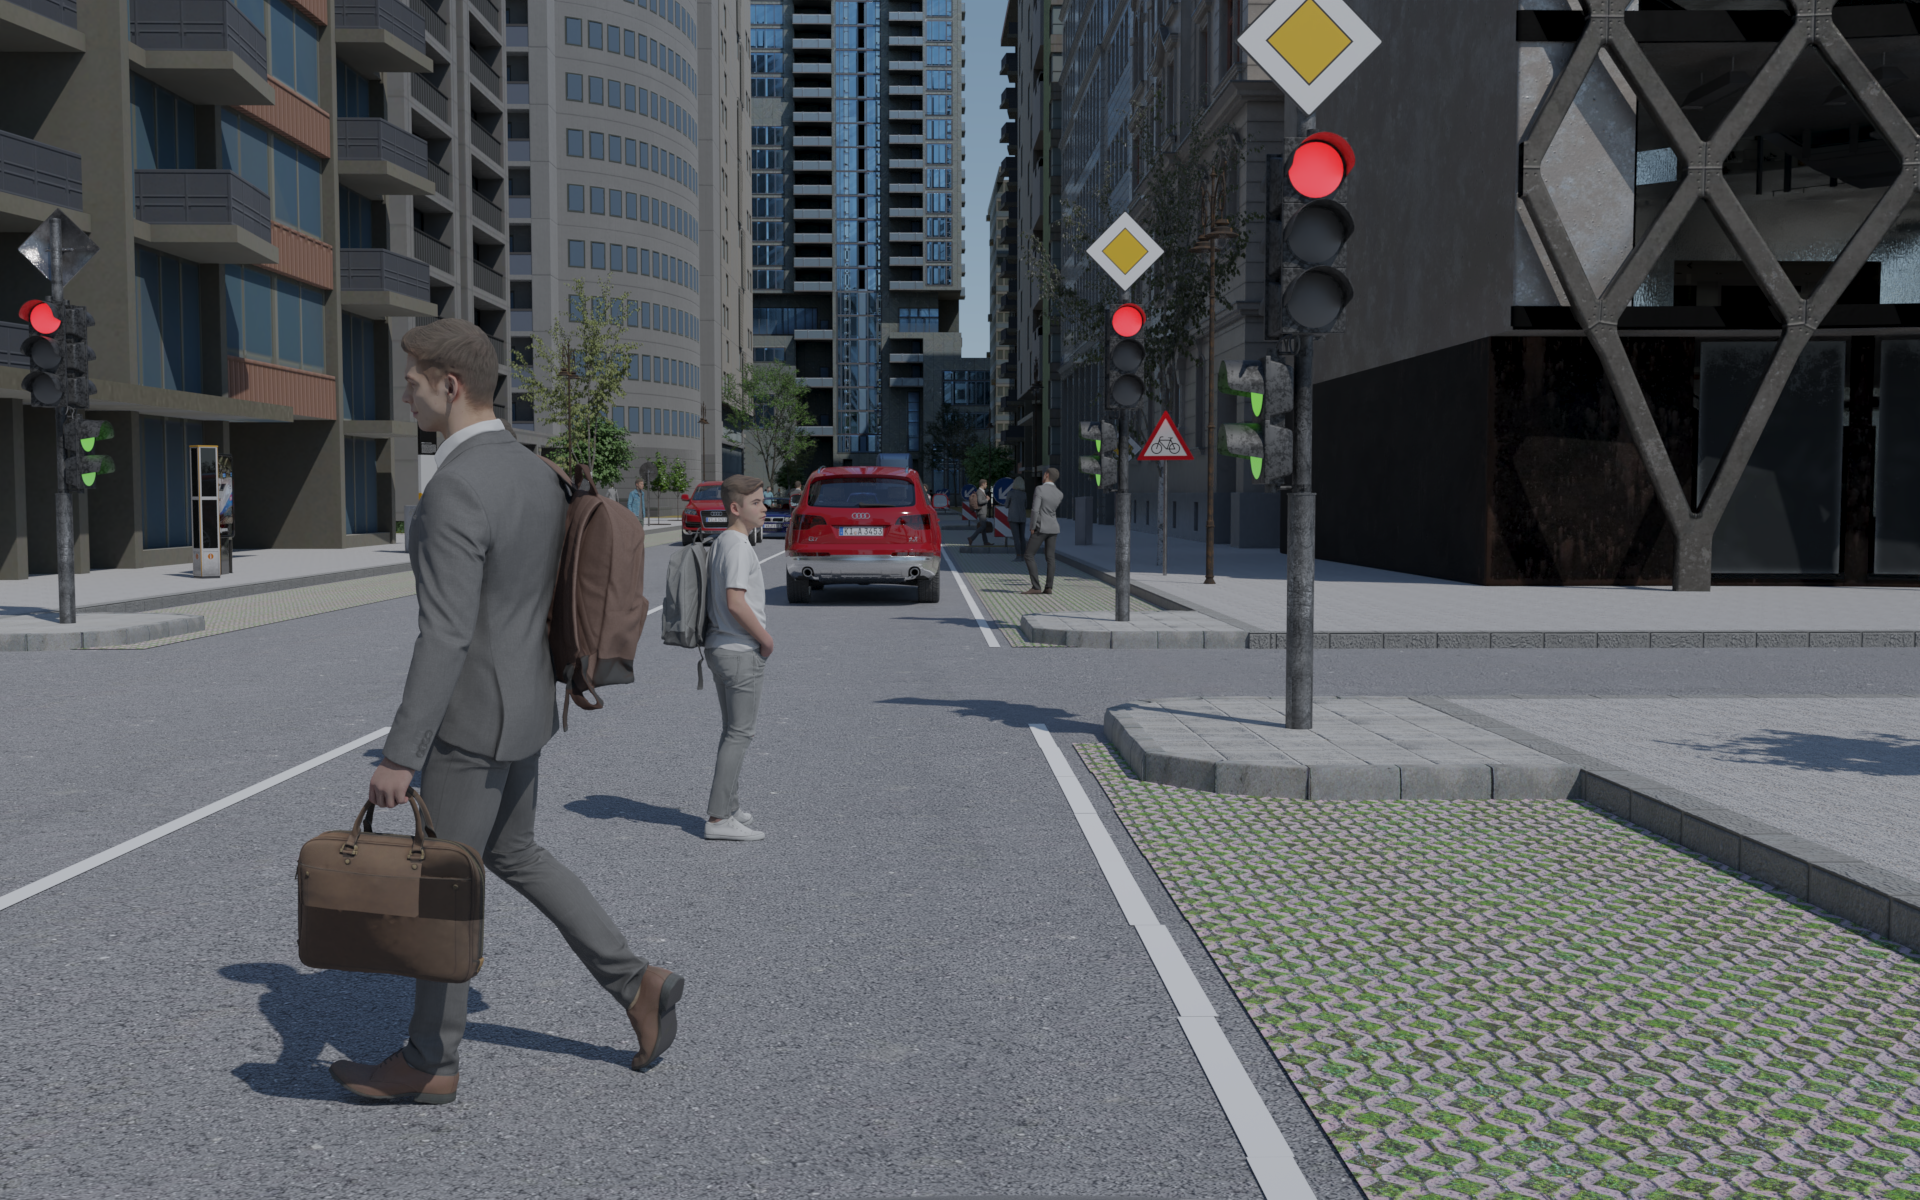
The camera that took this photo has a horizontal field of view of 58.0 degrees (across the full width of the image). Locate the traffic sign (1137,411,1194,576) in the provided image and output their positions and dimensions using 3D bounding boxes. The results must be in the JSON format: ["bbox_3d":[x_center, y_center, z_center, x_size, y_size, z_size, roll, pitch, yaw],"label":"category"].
[{"bbox_3d":[3.222,-1.662,27.179,0.884,2.594,0.081,0,4,8],"label":"traffic sign"}]

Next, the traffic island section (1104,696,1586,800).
[{"bbox_3d":[1.880,0.782,9.500,2.009,0.180,2.903,0,4,-2],"label":"traffic island section"}]

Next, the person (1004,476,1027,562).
[{"bbox_3d":[1.159,-1.707,36.601,0.537,1.800,0.526,-1,4,-23],"label":"person"}]

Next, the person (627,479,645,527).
[{"bbox_3d":[-7.441,-1.895,39.828,0.444,1.785,0.601,3,4,37],"label":"person"}]

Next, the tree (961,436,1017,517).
[{"bbox_3d":[1.598,-6.978,97.806,4.285,4.588,4.351,0,3,0],"label":"tree"}]

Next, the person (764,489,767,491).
[{"bbox_3d":[-16.736,-8.709,149.374,0.436,1.711,0.756,-3,4,-37],"label":"person"}]

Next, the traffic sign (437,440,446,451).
[{"bbox_3d":[-11.334,-2.367,38.809,0.768,2.556,0.104,0,4,1],"label":"traffic sign"}]

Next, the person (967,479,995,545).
[{"bbox_3d":[0.553,-2.366,47.151,0.822,1.834,0.622,-1,4,-15],"label":"person"}]

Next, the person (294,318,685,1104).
[{"bbox_3d":[-1.084,0.269,4.062,0.822,1.834,0.622,0,4,-2],"label":"person"}]

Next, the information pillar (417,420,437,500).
[{"bbox_3d":[-11.308,-2.782,36.836,0.183,3.616,0.504,2,4,28],"label":"information pillar"}]

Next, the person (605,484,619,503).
[{"bbox_3d":[-17.849,-5.048,88.691,0.709,1.813,0.853,-2,4,-33],"label":"person"}]

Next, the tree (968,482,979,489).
[{"bbox_3d":[1.414,-8.817,138.751,1.663,3.219,1.824,0,3,0],"label":"tree"}]

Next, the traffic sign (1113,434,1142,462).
[{"bbox_3d":[3.277,-2.145,34.809,0.795,2.593,0.064,0,4,6],"label":"traffic sign"}]

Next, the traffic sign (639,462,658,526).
[{"bbox_3d":[-12.431,-4.220,69.104,0.768,2.556,0.104,0,4,6],"label":"traffic sign"}]

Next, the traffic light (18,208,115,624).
[{"bbox_3d":[-8.836,-1.721,17.066,0.839,4.253,0.868,0,4,-2],"label":"traffic light"}]

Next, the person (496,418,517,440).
[{"bbox_3d":[-2.303,0.022,8.323,0.473,1.802,0.592,1,4,13],"label":"person"}]

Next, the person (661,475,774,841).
[{"bbox_3d":[-0.951,0.237,7.225,0.503,1.515,0.523,3,4,37],"label":"person"}]

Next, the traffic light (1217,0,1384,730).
[{"bbox_3d":[1.840,-1.252,9.385,0.839,4.253,0.868,0,4,-2],"label":"traffic light"}]

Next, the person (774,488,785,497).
[{"bbox_3d":[-14.153,-7.844,135.081,1.217,1.735,0.721,1,4,21],"label":"person"}]

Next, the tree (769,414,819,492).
[{"bbox_3d":[-14.749,-12.307,151.578,4.737,8.622,4.395,0,3,0],"label":"tree"}]

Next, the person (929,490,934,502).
[{"bbox_3d":[-2.829,-9.698,166.693,0.705,1.869,1.348,2,4,35],"label":"person"}]

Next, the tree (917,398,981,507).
[{"bbox_3d":[-0.710,-14.274,167.786,7.601,10.594,8.767,0,4,-1],"label":"tree"}]

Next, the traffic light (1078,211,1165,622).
[{"bbox_3d":[1.621,-1.740,17.367,0.839,4.253,0.868,0,4,-2],"label":"traffic light"}]

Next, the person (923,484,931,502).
[{"bbox_3d":[-1.073,-2.457,49.515,0.563,1.720,0.643,-3,4,-37],"label":"person"}]

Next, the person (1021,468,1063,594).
[{"bbox_3d":[1.170,-0.975,24.625,0.592,1.802,0.473,-2,4,-25],"label":"person"}]

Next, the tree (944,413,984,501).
[{"bbox_3d":[0.757,-12.626,156.805,4.360,8.622,3.978,0,3,0],"label":"tree"}]

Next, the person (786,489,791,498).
[{"bbox_3d":[-14.429,-8.589,147.193,0.721,1.743,1.217,3,5,42],"label":"person"}]

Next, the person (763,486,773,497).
[{"bbox_3d":[-9.890,-4.955,89.383,0.638,1.841,0.748,0,4,5],"label":"person"}]

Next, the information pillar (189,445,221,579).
[{"bbox_3d":[-11.465,-1.335,26.312,0.304,2.012,0.304,3,5,43],"label":"information pillar"}]

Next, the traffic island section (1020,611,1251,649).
[{"bbox_3d":[1.661,0.294,17.482,2.009,0.180,2.903,0,4,-2],"label":"traffic island section"}]

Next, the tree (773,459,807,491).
[{"bbox_3d":[-15.481,-10.673,158.214,4.285,4.588,4.351,0,3,0],"label":"tree"}]

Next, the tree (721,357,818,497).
[{"bbox_3d":[-14.575,-12.657,132.693,9.928,11.665,9.643,0,3,0],"label":"tree"}]

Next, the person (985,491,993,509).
[{"bbox_3d":[2.588,-8.934,152.141,1.348,1.821,0.705,-1,4,-9],"label":"person"}]

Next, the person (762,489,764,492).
[{"bbox_3d":[-19.308,-9.940,168.432,0.599,1.838,0.709,3,5,43],"label":"person"}]

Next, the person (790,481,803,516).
[{"bbox_3d":[-5.000,-2.772,53.789,0.622,1.834,0.822,0,4,7],"label":"person"}]

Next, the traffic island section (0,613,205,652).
[{"bbox_3d":[-8.876,0.311,17.199,2.009,0.180,2.903,0,4,-2],"label":"traffic island section"}]
